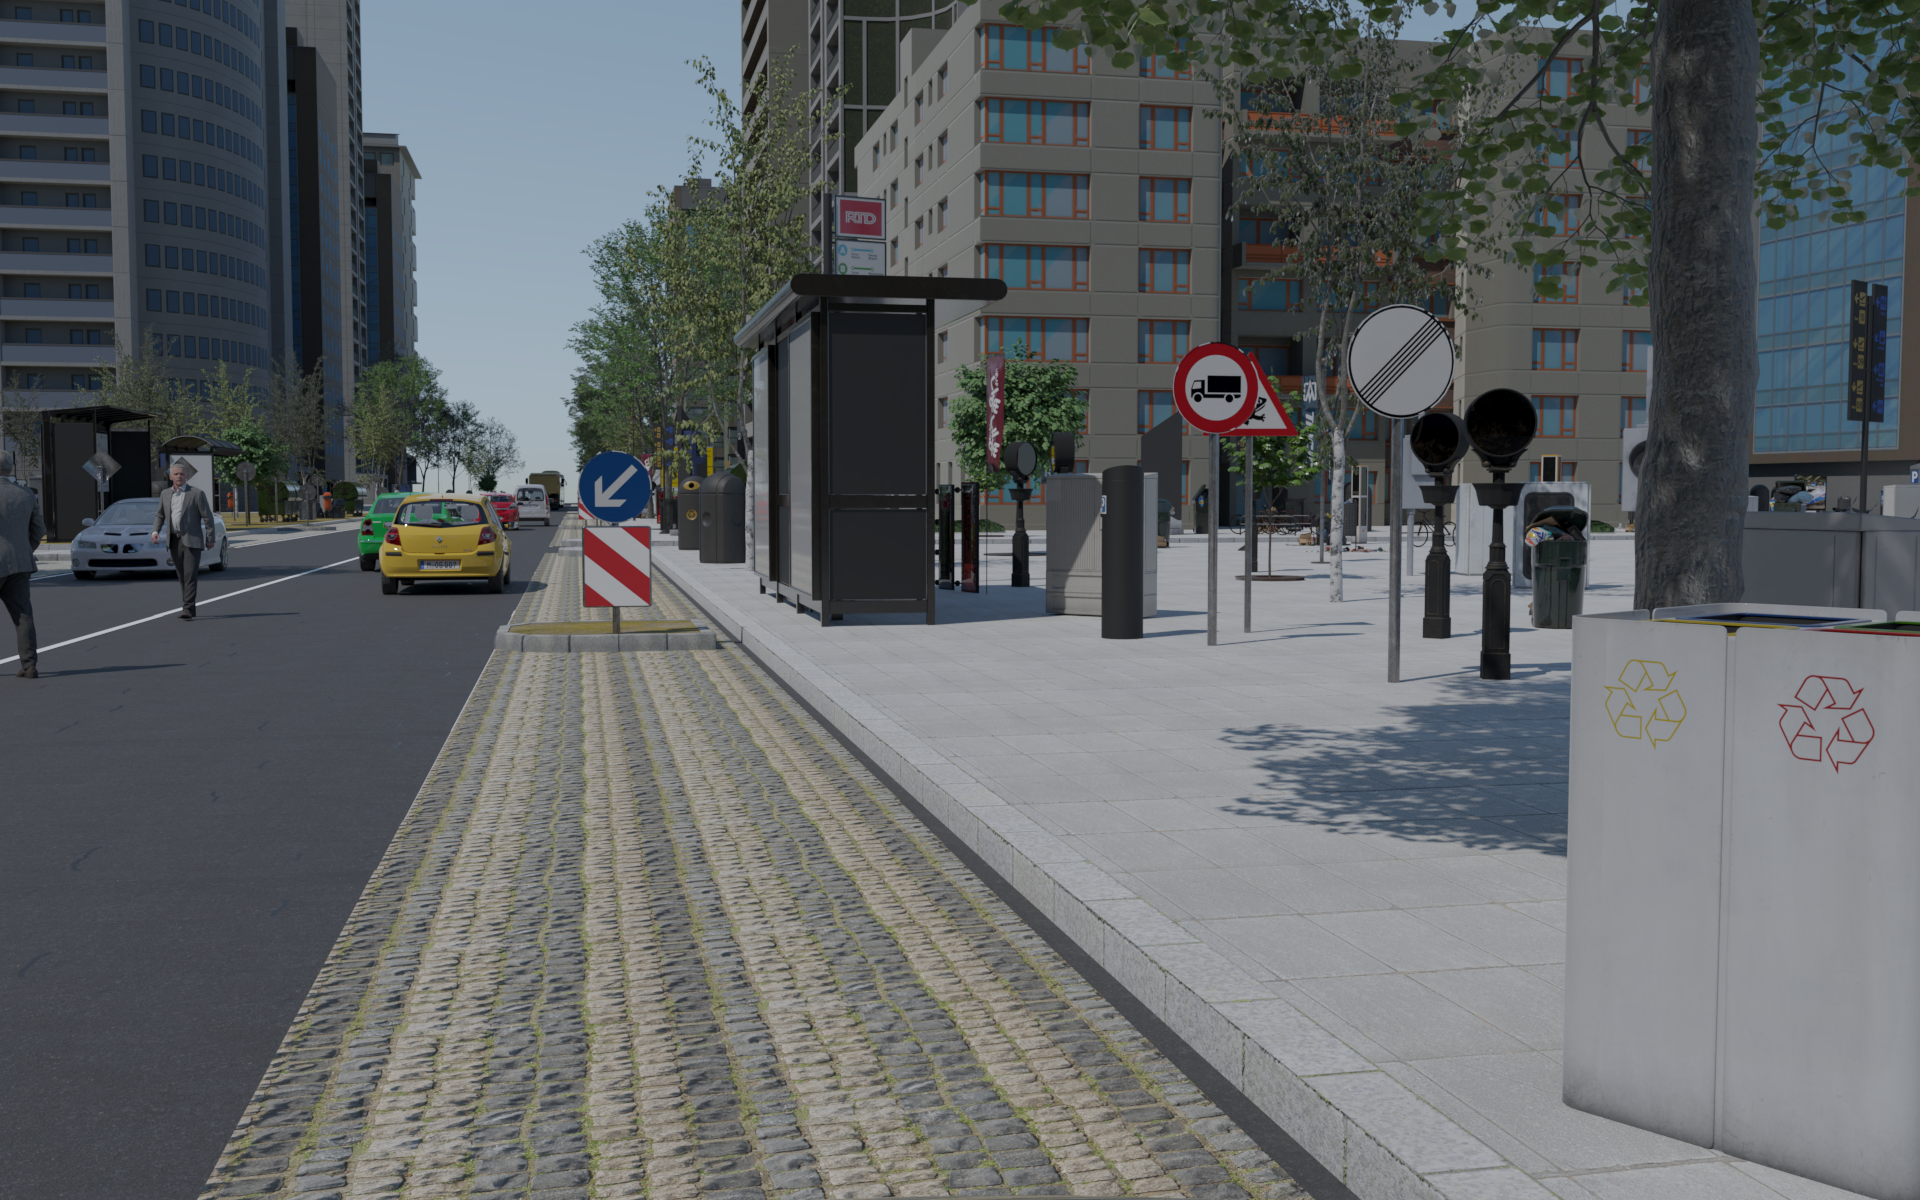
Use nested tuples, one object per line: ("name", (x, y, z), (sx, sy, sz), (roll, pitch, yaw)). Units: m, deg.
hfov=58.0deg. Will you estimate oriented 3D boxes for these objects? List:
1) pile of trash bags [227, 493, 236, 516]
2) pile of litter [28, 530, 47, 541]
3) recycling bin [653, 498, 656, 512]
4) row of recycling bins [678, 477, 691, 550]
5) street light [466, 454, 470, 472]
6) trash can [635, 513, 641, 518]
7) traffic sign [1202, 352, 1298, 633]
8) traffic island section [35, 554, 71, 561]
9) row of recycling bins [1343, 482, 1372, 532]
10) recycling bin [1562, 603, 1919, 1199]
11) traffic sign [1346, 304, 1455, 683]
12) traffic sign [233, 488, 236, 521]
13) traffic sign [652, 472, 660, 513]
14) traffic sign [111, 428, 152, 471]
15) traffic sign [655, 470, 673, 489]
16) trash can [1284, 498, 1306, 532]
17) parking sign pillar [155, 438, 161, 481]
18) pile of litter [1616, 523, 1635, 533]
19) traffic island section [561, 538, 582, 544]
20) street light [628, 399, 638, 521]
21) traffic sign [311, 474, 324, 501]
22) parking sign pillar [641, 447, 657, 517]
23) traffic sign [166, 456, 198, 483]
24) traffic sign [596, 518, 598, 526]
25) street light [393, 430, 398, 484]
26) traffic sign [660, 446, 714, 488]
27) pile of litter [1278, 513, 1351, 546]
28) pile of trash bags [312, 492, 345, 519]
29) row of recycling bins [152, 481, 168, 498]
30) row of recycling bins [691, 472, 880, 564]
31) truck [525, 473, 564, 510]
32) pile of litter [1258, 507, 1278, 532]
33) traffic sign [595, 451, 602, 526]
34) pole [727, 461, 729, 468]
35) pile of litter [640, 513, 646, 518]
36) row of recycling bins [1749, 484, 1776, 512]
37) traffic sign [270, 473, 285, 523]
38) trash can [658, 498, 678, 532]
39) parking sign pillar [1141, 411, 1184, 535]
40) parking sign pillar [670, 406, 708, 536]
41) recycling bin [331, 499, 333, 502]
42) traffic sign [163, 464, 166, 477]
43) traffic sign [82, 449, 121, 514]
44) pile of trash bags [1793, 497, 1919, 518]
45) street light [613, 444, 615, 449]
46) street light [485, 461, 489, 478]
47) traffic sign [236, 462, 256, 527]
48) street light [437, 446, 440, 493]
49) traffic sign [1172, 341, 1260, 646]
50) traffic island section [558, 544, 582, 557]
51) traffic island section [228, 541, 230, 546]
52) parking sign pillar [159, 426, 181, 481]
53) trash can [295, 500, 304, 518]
("pile of trash bags", (-43.846, -5.567, 100.768), (3.447, 1.369, 1.912), (-2, 4, -29))
("pile of litter", (-25.656, -2.044, 47.388), (1.176, 0.858, 1.719), (-2, 4, -27))
("recycling bin", (-21.219, -6.695, 122.016), (0.722, 1.027, 0.722), (1, 4, 12))
("row of recycling bins", (-4.948, -1.957, 39.111), (3.534, 1.692, 1.069), (2, 4, 33))
("street light", (-57.218, -14.007, 201.806), (0.468, 5.910, 1.993), (-1, 4, -12))
("trash can", (-17.191, -4.894, 91.664), (0.748, 1.137, 0.748), (0, 3, 0))
("traffic sign", (2.659, -0.975, 15.951), (0.884, 2.594, 0.081), (0, 4, -4))
("traffic island section", (-18.999, -0.985, 38.387), (2.009, 0.180, 2.903), (-1, 4, -12))
("row of recycling bins", (13.594, -3.247, 60.197), (1.069, 1.692, 3.534), (0, 4, 4))
("recycling bin", (1.754, 0.549, 3.575), (0.722, 1.027, 0.722), (-3, 5, -40))
("traffic sign", (2.953, -0.710, 11.716), (0.768, 2.556, 0.104), (-1, 4, -9))
("traffic sign", (-34.466, -5.023, 82.229), (0.768, 2.556, 0.104), (0, 4, -8))
("traffic sign", (-17.723, -6.170, 100.986), (0.768, 2.556, 0.104), (-1, 4, -11))
("traffic sign", (-25.981, -3.626, 53.151), (2.265, 3.308, 0.079), (0, 4, -4))
("traffic sign", (-17.915, -6.734, 103.968), (2.265, 3.308, 0.079), (-1, 4, -9))
("trash can", (11.454, -2.912, 59.263), (0.748, 1.137, 0.748), (0, 3, 0))
("parking sign pillar", (-38.230, -5.820, 83.632), (1.447, 3.967, 1.447), (1, 4, 8))
("pile of litter", (22.816, -2.696, 58.045), (1.719, 0.858, 1.176), (2, 4, 24))
("traffic island section", (-10.135, -1.604, 48.512), (2.009, 0.180, 2.903), (-1, 4, -12))
("street light", (-15.671, -6.751, 83.168), (0.468, 5.910, 1.993), (-1, 4, -12))
("traffic sign", (-40.057, -6.602, 108.044), (0.768, 2.556, 0.104), (0, 4, -8))
("parking sign pillar", (-17.844, -6.724, 98.415), (1.447, 3.967, 1.447), (-1, 4, -9))
("traffic sign", (-20.701, -2.599, 46.128), (0.795, 2.450, 0.064), (-1, 4, -12))
("traffic sign", (-10.156, -2.739, 48.429), (0.795, 2.450, 0.064), (-1, 4, -12))
("street light", (-39.407, -9.063, 120.972), (0.468, 5.910, 1.993), (-1, 4, -12))
("traffic sign", (-11.602, -4.881, 73.674), (2.265, 3.308, 0.079), (-1, 4, -11))
("pile of litter", (8.942, -1.791, 43.242), (1.719, 0.858, 1.176), (0, 4, 4))
("pile of trash bags", (-33.116, -4.939, 90.502), (1.912, 1.369, 3.447), (-2, 4, -24))
("row of recycling bins", (-26.001, -3.000, 56.160), (1.069, 1.692, 3.534), (-2, 4, -30))
("row of recycling bins", (-3.170, -1.568, 32.744), (3.534, 1.692, 1.069), (-2, 4, -26))
("truck", (-37.463, -9.800, 156.149), (3.469, 3.379, 9.791), (-1, 4, -13))
("pile of litter", (10.285, -2.726, 58.529), (1.176, 0.858, 1.719), (0, 4, 1))
("traffic sign", (-8.432, -2.262, 40.632), (0.795, 2.450, 0.064), (-1, 4, -12))
("pole", (-14.190, -6.864, 106.077), (0.158, 3.312, 0.155), (0, 3, 0))
("pile of litter", (-17.605, -4.874, 93.647), (1.176, 0.858, 1.719), (-2, 4, -30))
("row of recycling bins", (46.149, -5.567, 98.127), (1.069, 1.692, 3.534), (-1, 4, -13))
("traffic sign", (-30.267, -4.683, 76.675), (0.768, 2.556, 0.104), (0, 4, -7))
("trash can", (-9.724, -2.828, 57.886), (0.748, 1.137, 0.748), (0, 3, 0))
("parking sign pillar", (6.355, -4.049, 54.672), (1.447, 3.967, 1.447), (0, 4, 6))
("parking sign pillar", (-8.254, -3.977, 53.503), (1.447, 3.967, 1.447), (1, 4, 16))
("recycling bin", (-39.805, -5.933, 109.562), (0.722, 1.027, 0.722), (-1, 4, -11))
("traffic sign", (-30.326, -4.077, 66.764), (0.768, 2.556, 0.104), (0, 4, -4))
("traffic sign", (-18.978, -2.122, 38.331), (0.795, 2.450, 0.064), (-1, 4, -12))
("pile of trash bags", (14.327, -1.047, 26.870), (3.447, 1.369, 1.912), (-1, 4, -22))
("street light", (-24.269, -9.094, 121.467), (0.468, 5.910, 1.993), (-1, 4, -12))
("street light", (-65.460, -16.319, 239.598), (0.468, 5.910, 1.993), (-1, 4, -12))
("traffic sign", (-28.147, -4.170, 68.279), (0.768, 2.556, 0.104), (0, 4, -3))
("street light", (-47.641, -11.340, 158.193), (0.468, 5.910, 1.993), (-1, 4, -12))
("traffic sign", (2.134, -0.885, 14.583), (0.768, 2.556, 0.104), (-1, 4, -12))
("traffic island section", (-8.411, -1.127, 40.714), (2.009, 0.180, 2.903), (-1, 4, -12))
("traffic island section", (-20.722, -1.462, 46.185), (2.009, 0.180, 2.903), (-1, 4, -12))
("parking sign pillar", (-30.841, -4.912, 68.780), (1.447, 3.967, 1.447), (-2, 4, -25))
("trash can", (-35.859, -5.052, 94.253), (0.748, 1.137, 0.748), (0, 3, 0))
